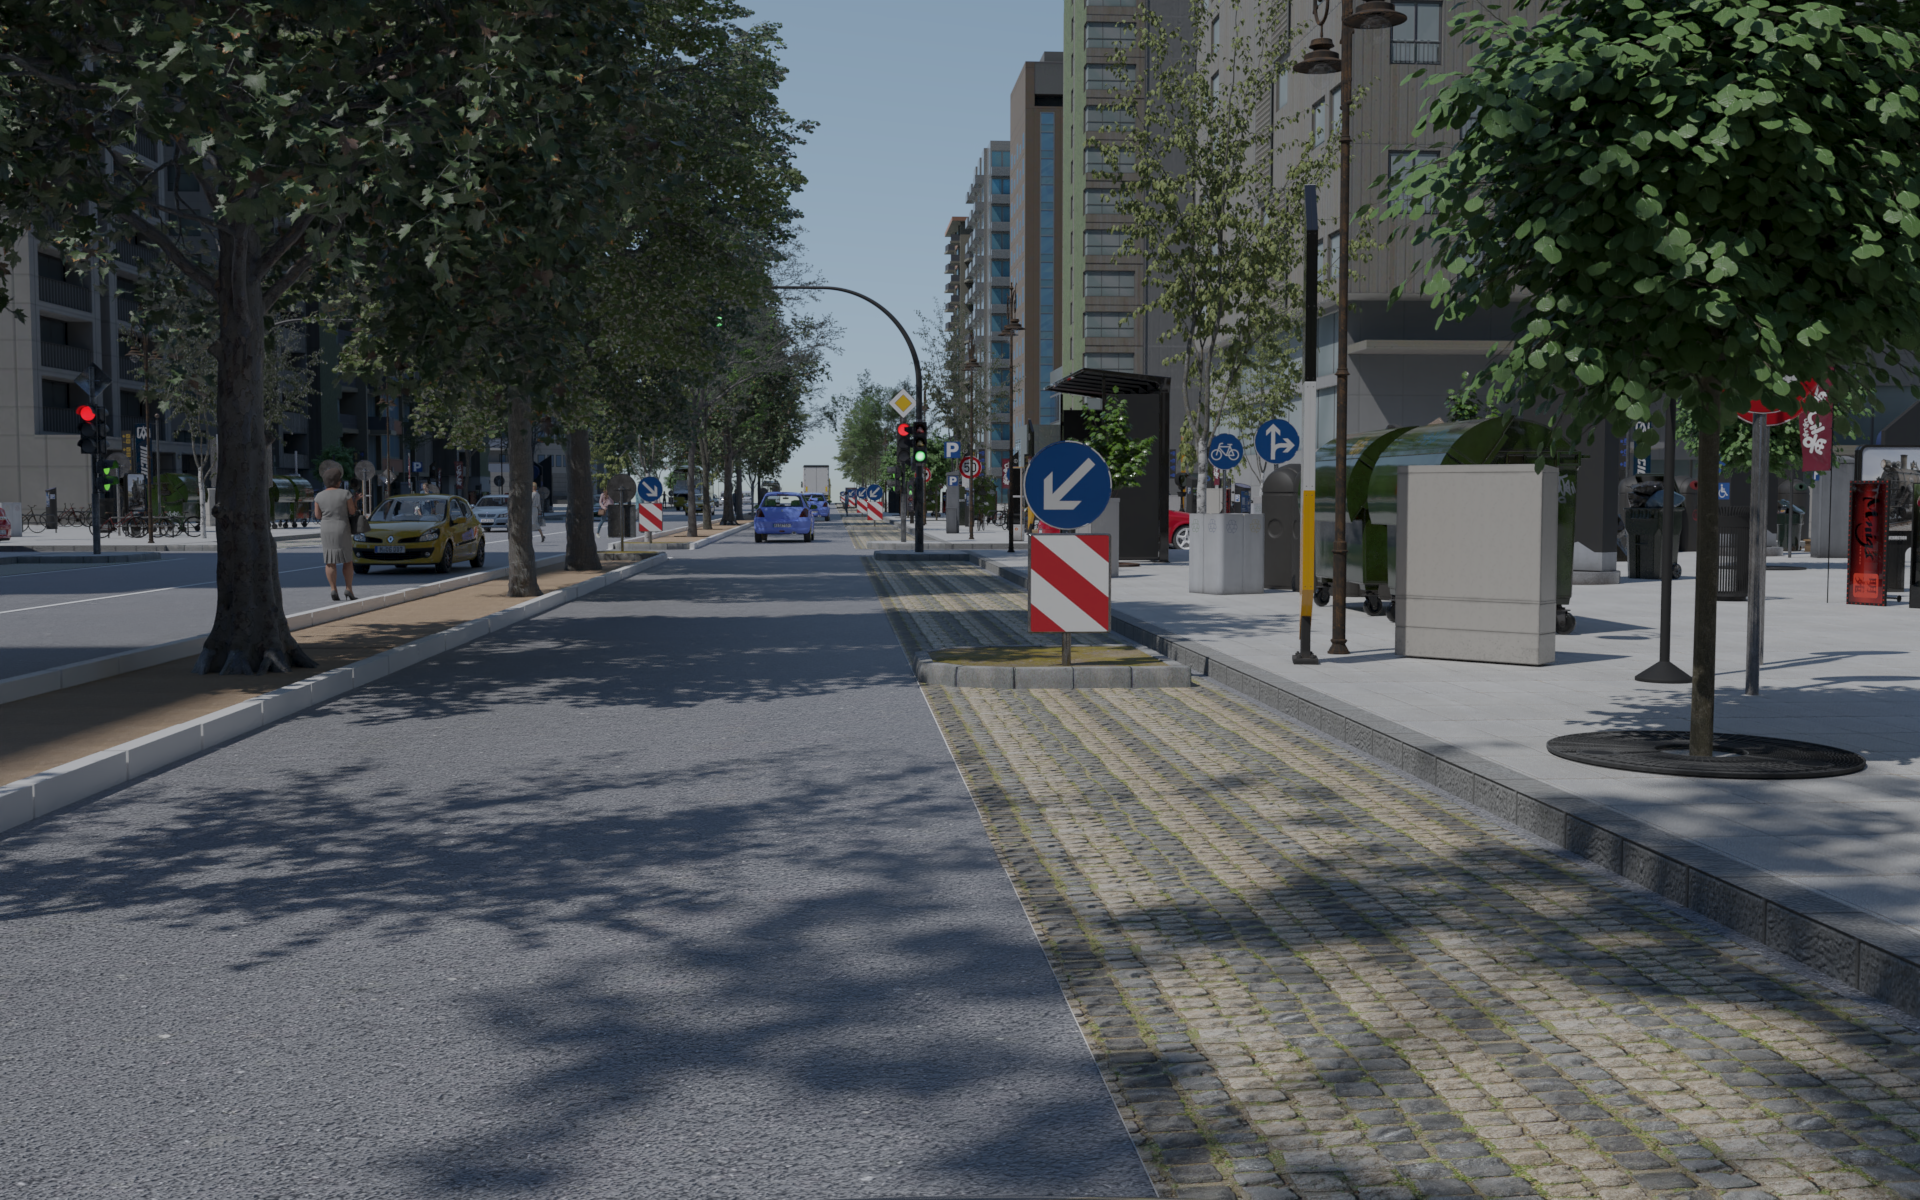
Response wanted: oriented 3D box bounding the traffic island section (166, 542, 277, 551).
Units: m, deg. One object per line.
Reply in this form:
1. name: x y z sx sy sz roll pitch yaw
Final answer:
1. traffic island section: -19.026 -1.384 44.916 2.009 0.180 2.903 0 4 -4

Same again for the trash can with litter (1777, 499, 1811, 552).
1. trash can with litter: 18.755 -1.665 38.609 1.055 1.170 0.624 3 5 44

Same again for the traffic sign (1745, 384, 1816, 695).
1. traffic sign: 5.063 -0.666 10.993 0.768 2.556 0.104 0 4 4

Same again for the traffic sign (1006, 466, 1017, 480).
1. traffic sign: 2.477 -4.807 78.702 0.768 2.556 0.104 0 4 4

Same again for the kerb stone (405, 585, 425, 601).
1. kerb stone: -7.432 -0.072 23.383 0.120 0.150 1.000 0 4 -4

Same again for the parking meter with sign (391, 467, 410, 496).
1. parking meter with sign: -35.229 -6.970 110.224 1.738 3.016 0.543 -1 4 -14

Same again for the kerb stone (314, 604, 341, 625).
1. kerb stone: -7.123 0.178 19.289 0.120 0.150 1.000 0 4 -4

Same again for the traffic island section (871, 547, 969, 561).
1. traffic island section: -0.886 -0.977 38.261 2.009 0.180 2.903 0 4 -4

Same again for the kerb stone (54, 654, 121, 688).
1. kerb stone: -6.662 0.552 13.164 0.120 0.150 1.000 0 4 -4

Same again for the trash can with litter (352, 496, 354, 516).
1. trash can with litter: -31.222 -4.710 88.065 1.678 1.210 2.233 0 4 2

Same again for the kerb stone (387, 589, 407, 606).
1. kerb stone: -7.359 -0.001 22.360 0.120 0.150 1.000 0 4 -4

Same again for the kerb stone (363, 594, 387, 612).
1. kerb stone: -7.281 0.053 21.332 0.120 0.150 1.000 0 4 -4

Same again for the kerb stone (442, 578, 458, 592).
1. kerb stone: -7.582 -0.197 25.422 0.120 0.150 1.000 0 4 -4

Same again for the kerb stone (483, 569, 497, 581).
1. kerb stone: -7.821 -0.385 28.484 0.120 0.150 1.000 0 4 -4

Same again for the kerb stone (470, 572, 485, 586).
1. kerb stone: -7.736 -0.322 27.465 0.120 0.150 1.000 0 4 -4

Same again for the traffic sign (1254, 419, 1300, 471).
1. traffic sign: 5.371 -1.794 29.431 0.768 2.556 0.104 0 4 5

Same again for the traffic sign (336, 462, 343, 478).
1. traffic sign: -24.561 -4.147 67.909 0.768 2.556 0.104 0 4 0

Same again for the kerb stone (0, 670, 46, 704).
1. kerb stone: -6.590 0.618 12.138 0.120 0.150 1.000 0 4 -4

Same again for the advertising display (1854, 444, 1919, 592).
1. advertising display: 12.147 -1.063 22.597 0.974 1.923 0.123 0 4 -4

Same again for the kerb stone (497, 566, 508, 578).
1. kerb stone: -7.898 -0.446 29.504 0.120 0.150 1.000 0 4 -4

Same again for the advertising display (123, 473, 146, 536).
1. advertising display: -25.245 -2.923 53.003 0.123 1.923 0.974 0 4 5

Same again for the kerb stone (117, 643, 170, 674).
1. kerb stone: -6.742 0.490 14.183 0.120 0.150 1.000 0 4 -4

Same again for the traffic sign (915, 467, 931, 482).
1. traffic sign: -1.713 -4.893 80.099 0.768 2.556 0.104 0 4 -1

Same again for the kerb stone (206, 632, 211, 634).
1. kerb stone: -6.900 0.365 16.222 0.120 0.150 1.000 0 4 -4

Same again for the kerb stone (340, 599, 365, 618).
1. kerb stone: -7.204 0.115 20.312 0.120 0.150 1.000 0 4 -4

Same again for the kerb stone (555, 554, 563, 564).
1. kerb stone: -8.352 -0.820 35.628 0.120 0.150 1.000 0 4 -4

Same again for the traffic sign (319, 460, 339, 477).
1. traffic sign: -23.451 -3.932 64.390 0.768 2.556 0.104 0 4 1

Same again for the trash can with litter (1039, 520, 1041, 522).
1. trash can with litter: 3.264 -3.394 66.878 0.624 1.170 1.055 1 4 12

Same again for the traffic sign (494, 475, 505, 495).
1. traffic sign: -31.372 -7.206 117.928 0.768 2.556 0.104 0 4 1

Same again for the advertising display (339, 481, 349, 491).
1. advertising display: -29.593 -4.784 83.436 0.123 1.923 0.974 0 4 -7

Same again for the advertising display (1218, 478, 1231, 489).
1. advertising display: 10.705 -3.964 70.031 0.123 1.923 0.974 2 4 34

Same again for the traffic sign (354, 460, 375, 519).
1. traffic sign: -22.412 -3.983 65.220 0.768 2.556 0.104 0 4 -1

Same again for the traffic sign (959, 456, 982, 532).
1. traffic sign: 0.340 -3.536 57.913 0.768 2.556 0.104 0 4 0

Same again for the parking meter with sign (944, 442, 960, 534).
1. parking meter with sign: -0.255 -3.705 56.840 0.543 3.016 1.738 0 3 0

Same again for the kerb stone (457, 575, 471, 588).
1. kerb stone: -7.668 -0.259 26.443 0.120 0.150 1.000 0 4 -4

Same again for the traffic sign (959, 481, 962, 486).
1. traffic sign: 0.133 -6.893 112.703 0.884 2.594 0.081 0 4 4

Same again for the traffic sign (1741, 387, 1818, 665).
1. traffic sign: 5.987 -0.784 12.924 0.768 2.556 0.104 0 4 1

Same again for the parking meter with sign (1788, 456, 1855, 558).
1. parking meter with sign: 17.511 -2.350 34.677 1.738 3.016 0.543 0 4 5

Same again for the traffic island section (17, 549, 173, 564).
1. traffic island section: -18.428 -0.897 36.953 2.009 0.180 2.903 0 4 -4

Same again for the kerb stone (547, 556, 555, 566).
1. kerb stone: -8.279 -0.759 34.608 0.120 0.150 1.000 0 4 -4

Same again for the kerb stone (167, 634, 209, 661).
1. kerb stone: -6.829 0.432 15.202 0.120 0.150 1.000 0 4 -4

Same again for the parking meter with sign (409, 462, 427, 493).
1. parking meter with sign: -28.949 -5.921 93.073 0.543 3.016 1.738 -2 4 -31

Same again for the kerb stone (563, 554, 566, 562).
1. kerb stone: -8.433 -0.883 36.654 0.120 0.150 1.000 0 4 -4

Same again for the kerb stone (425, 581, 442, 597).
1. kerb stone: -7.510 -0.133 24.403 0.120 0.150 1.000 0 4 -4

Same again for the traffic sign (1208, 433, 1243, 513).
1. traffic sign: 5.540 -2.214 36.306 0.768 2.556 0.104 0 4 -1

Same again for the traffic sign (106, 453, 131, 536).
1. traffic sign: -25.879 -3.250 53.244 0.768 2.556 0.104 0 4 -3

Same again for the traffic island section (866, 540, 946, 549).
1. traffic island section: -1.484 -1.464 46.224 2.009 0.180 2.903 0 4 -4

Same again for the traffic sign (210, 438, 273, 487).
1. traffic sign: -25.818 -4.181 62.229 2.265 3.308 0.079 0 4 3

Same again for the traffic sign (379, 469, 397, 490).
1. traffic sign: -25.365 -4.625 76.808 0.795 2.450 0.064 0 4 0

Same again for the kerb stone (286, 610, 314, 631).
1. kerb stone: -7.049 0.240 18.269 0.120 0.150 1.000 0 4 -4

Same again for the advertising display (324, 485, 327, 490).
1. advertising display: -35.230 -5.633 97.320 0.974 1.923 0.123 0 4 -5

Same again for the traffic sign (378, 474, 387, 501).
1. traffic sign: -29.133 -5.225 87.563 0.606 2.300 0.079 0 4 4

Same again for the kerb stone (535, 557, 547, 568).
1. kerb stone: -8.193 -0.697 33.587 0.120 0.150 1.000 0 4 -4
